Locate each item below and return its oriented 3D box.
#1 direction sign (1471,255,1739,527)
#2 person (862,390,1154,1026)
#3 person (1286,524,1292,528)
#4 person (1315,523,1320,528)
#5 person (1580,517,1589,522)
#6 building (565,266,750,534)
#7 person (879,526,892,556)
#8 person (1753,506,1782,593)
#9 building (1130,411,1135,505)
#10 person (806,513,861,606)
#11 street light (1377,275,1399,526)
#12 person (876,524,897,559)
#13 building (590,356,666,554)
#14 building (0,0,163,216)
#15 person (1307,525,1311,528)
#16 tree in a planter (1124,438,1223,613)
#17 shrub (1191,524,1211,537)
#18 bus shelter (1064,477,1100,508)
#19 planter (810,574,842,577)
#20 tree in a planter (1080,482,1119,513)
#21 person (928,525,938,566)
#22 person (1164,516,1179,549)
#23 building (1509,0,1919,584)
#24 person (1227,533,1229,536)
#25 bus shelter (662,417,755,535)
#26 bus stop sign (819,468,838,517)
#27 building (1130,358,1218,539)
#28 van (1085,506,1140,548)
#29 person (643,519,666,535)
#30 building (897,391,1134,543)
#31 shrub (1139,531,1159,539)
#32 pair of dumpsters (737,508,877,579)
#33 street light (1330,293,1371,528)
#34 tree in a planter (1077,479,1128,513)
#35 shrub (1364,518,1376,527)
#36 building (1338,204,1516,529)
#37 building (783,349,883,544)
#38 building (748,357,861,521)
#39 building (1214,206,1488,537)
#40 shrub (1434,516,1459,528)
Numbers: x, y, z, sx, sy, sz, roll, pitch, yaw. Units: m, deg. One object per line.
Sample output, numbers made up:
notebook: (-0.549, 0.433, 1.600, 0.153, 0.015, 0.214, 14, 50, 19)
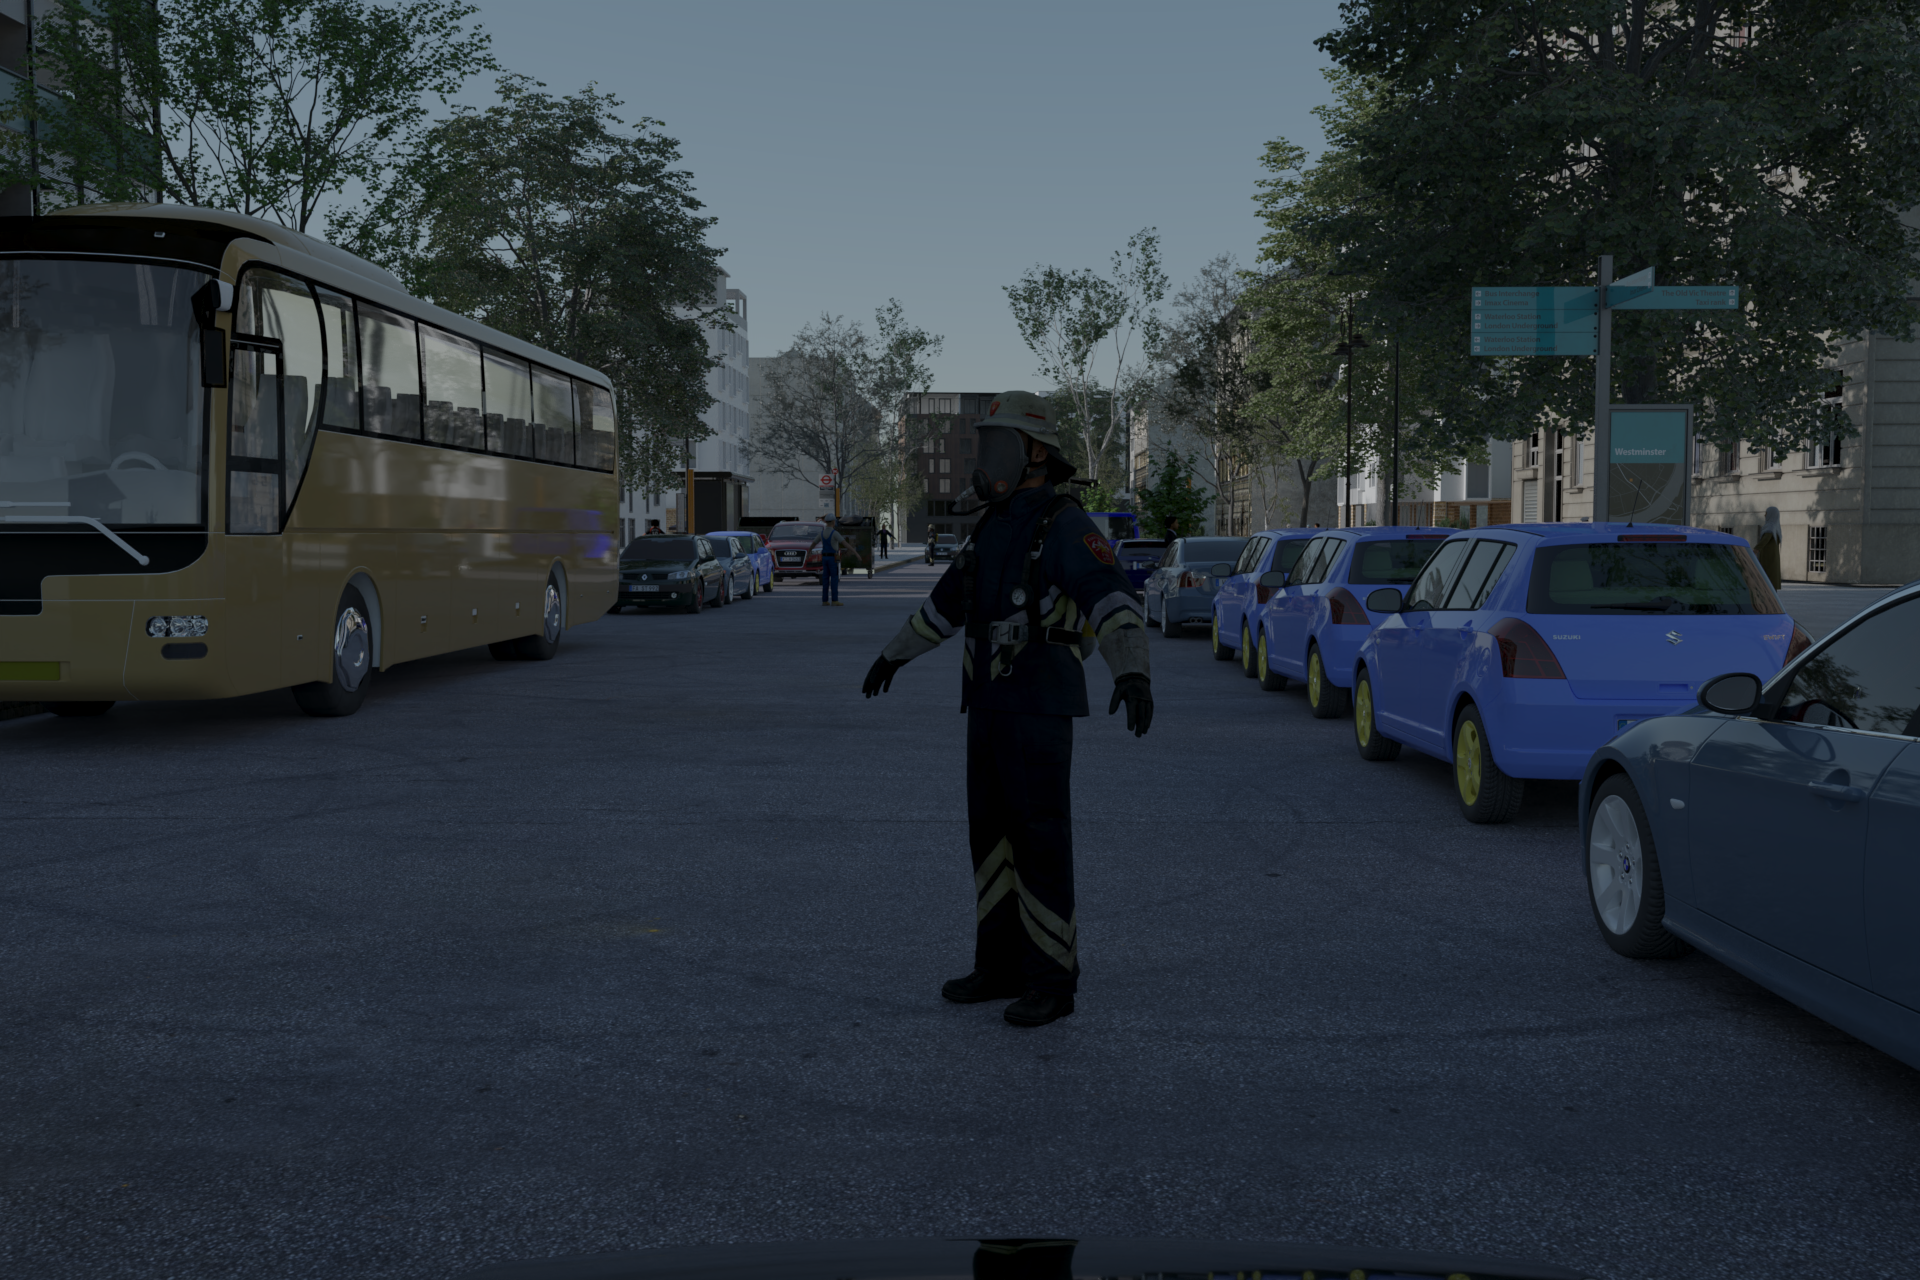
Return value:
direction sign: (6.174, -1.677, 16.173, 2.525, 3.948, 1.411, 0, 4, 2)
person: (0.159, 0.187, 5.185, 0.705, 1.856, 1.354, -2, 4, -35)
person: (18.522, -5.614, 97.560, 0.705, 1.858, 1.354, 3, 5, 40)
person: (17.029, -4.680, 82.709, 0.705, 1.806, 1.347, 3, 4, 37)
person: (17.666, -2.595, 48.885, 1.216, 1.778, 0.721, 3, 5, 43)
building: (-21.965, -16.349, 123.730, 16.016, 20.090, 11.380, 0, 4, 2)
person: (-4.492, -5.811, 100.984, 1.349, 1.833, 0.705, 2, 4, 29)
person: (13.286, -1.334, 28.591, 0.721, 1.736, 1.217, 3, 4, 38)
building: (31.765, -22.044, 226.871, 16.747, 18.905, 31.486, 0, 4, 2)
person: (-2.570, -1.608, 34.605, 1.347, 1.847, 0.705, 2, 4, 33)
street light: (8.202, -3.538, 30.393, 1.470, 5.913, 1.316, 0, 4, 1)
person: (-3.912, -5.085, 89.364, 1.346, 1.802, 0.704, -1, 4, -15)
building: (-20.572, -9.366, 95.283, 9.099, 9.664, 28.070, 0, 4, 2)
building: (-29.292, -12.973, 18.681, 21.656, 26.213, 47.522, 0, 4, 2)
person: (19.979, -5.700, 99.326, 0.704, 1.817, 1.347, -1, 4, -17)
tree in a planter: (3.952, -2.145, 32.294, 1.991, 3.239, 1.994, 0, 4, 1)
shrub: (8.580, -3.740, 65.184, 1.661, 2.075, 1.752, 0, 3, 0)
bus shelter: (4.973, -4.975, 72.621, 1.731, 3.624, 6.357, 0, 4, 2)
planter: (-5.043, -2.291, 58.599, 1.991, 0.319, 1.994, 0, 4, 1)
tree in a planter: (4.608, -3.811, 59.525, 1.991, 3.239, 1.994, 0, 4, 1)
person: (-1.296, -4.227, 77.355, 0.705, 1.856, 1.354, 0, 4, -1)
person: (3.663, -1.230, 29.281, 0.721, 1.740, 1.216, 0, 4, 2)
building: (28.986, -13.606, 54.487, 16.112, 23.069, 30.059, 0, 4, 1)
person: (14.385, -5.271, 92.314, 0.704, 1.812, 1.346, -1, 4, -11)
bus shelter: (-8.656, -4.992, 59.247, 2.179, 5.291, 8.768, 0, 4, 1)
bus stop sign: (-5.283, -4.994, 70.353, 0.855, 3.939, 0.416, 0, 4, 2)
building: (29.937, -22.472, 198.338, 19.493, 23.208, 18.063, 0, 4, 1)
van: (4.241, -2.871, 51.330, 2.240, 2.365, 5.245, 0, 4, 2)
person: (-11.130, -3.490, 63.207, 1.345, 1.843, 0.704, -1, 4, -13)
building: (7.598, -25.228, 258.903, 32.646, 21.610, 27.936, 0, 4, -5)
shrub: (7.942, -3.974, 69.017, 1.661, 2.075, 1.752, 0, 3, 0)
pair of dumpsters: (-4.903, -3.093, 55.514, 4.436, 2.255, 1.574, 0, 4, 2)
street light: (7.494, -3.706, 33.389, 0.468, 5.910, 1.993, 0, 4, 1)
tree in a planter: (4.550, -3.590, 55.913, 1.991, 3.239, 1.994, 0, 4, 1)
shrub: (19.537, -4.741, 81.933, 1.690, 2.028, 1.600, 0, 3, 0)
building: (27.272, -14.899, 100.013, 16.016, 20.090, 11.380, 0, 4, 2)
building: (-19.702, -23.442, 214.198, 19.493, 23.208, 18.063, 0, 4, 1)
building: (-20.382, -19.740, 189.214, 16.747, 18.905, 31.486, 0, 4, 1)
building: (27.999, -17.615, 118.929, 19.493, 23.208, 18.063, 0, 4, 1)
shrub: (19.365, -3.942, 68.868, 1.690, 2.028, 1.600, 0, 3, 0)
